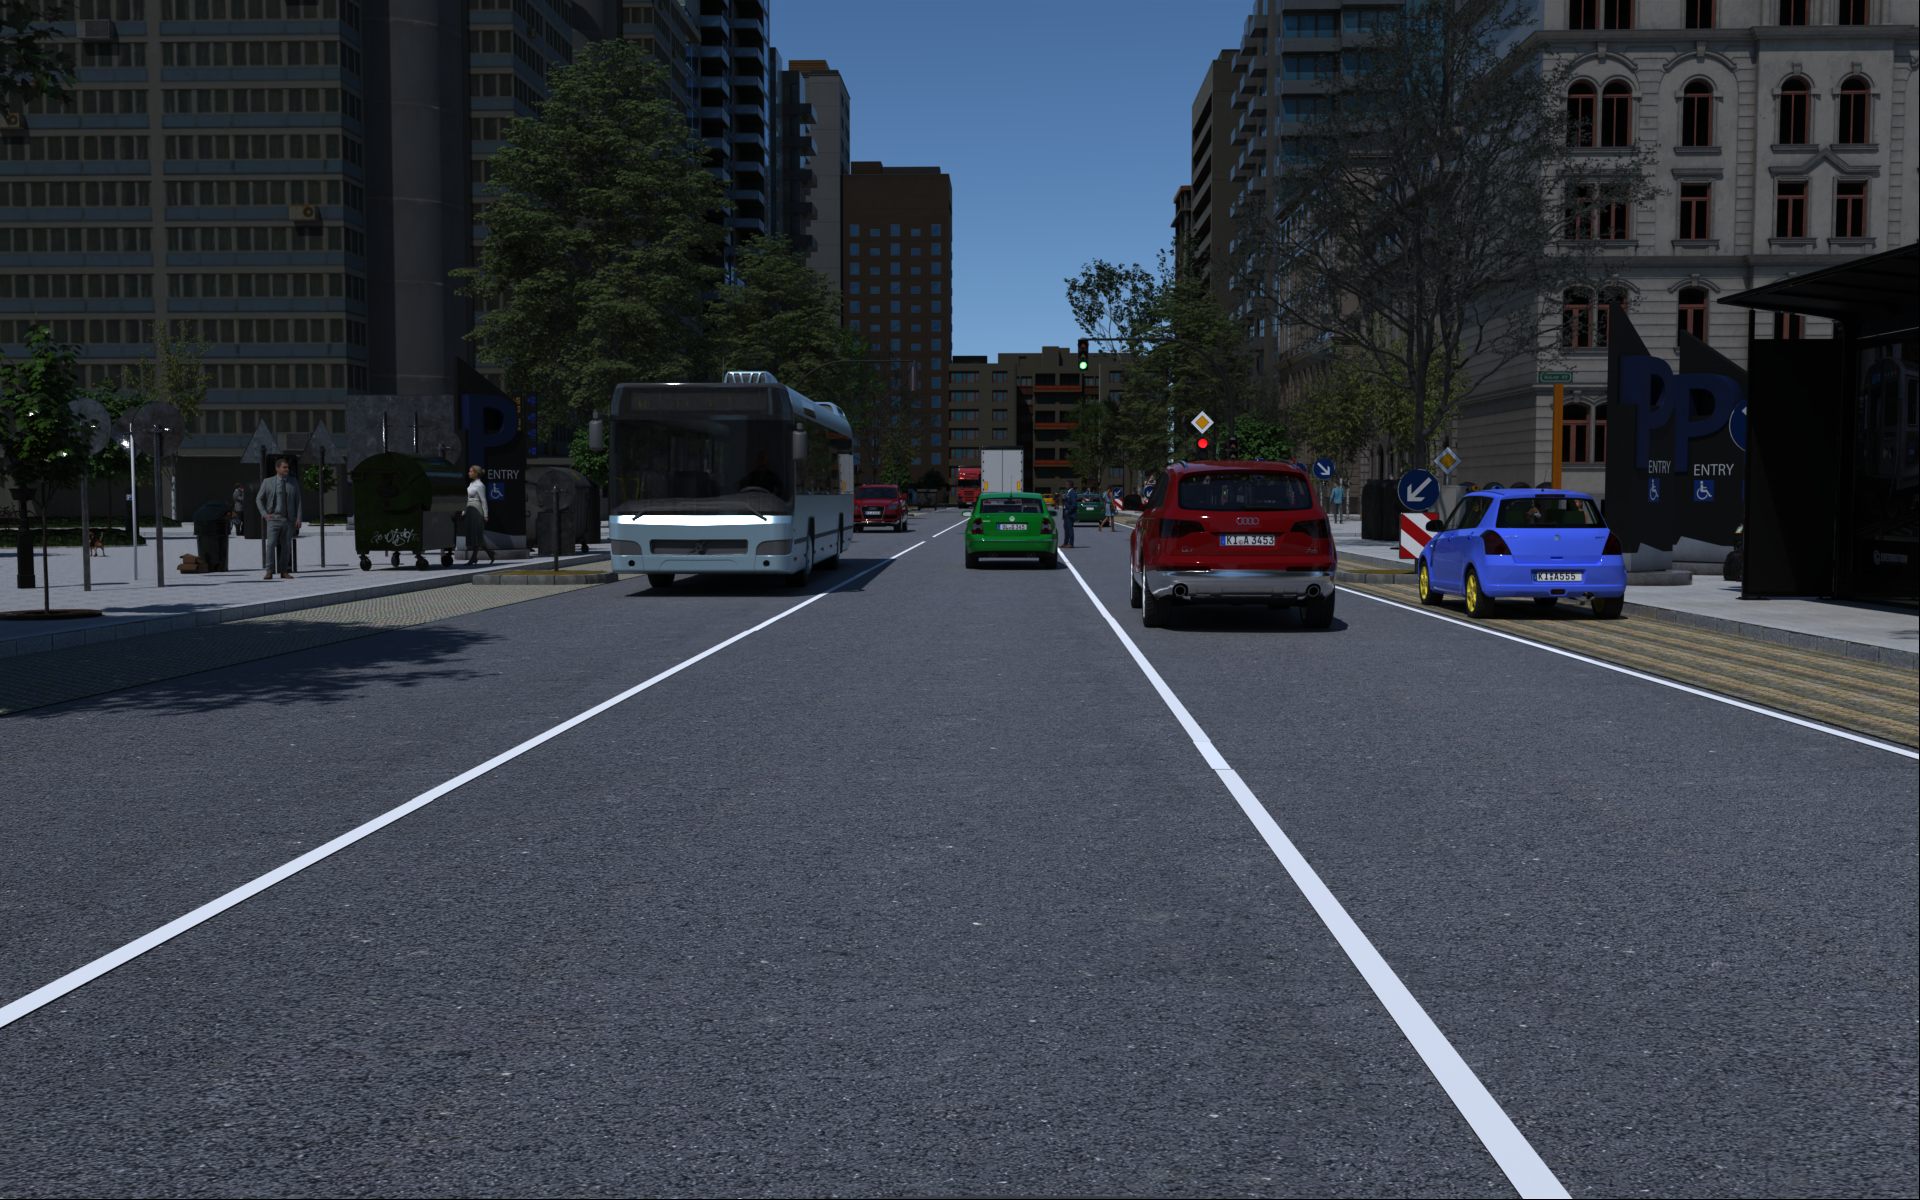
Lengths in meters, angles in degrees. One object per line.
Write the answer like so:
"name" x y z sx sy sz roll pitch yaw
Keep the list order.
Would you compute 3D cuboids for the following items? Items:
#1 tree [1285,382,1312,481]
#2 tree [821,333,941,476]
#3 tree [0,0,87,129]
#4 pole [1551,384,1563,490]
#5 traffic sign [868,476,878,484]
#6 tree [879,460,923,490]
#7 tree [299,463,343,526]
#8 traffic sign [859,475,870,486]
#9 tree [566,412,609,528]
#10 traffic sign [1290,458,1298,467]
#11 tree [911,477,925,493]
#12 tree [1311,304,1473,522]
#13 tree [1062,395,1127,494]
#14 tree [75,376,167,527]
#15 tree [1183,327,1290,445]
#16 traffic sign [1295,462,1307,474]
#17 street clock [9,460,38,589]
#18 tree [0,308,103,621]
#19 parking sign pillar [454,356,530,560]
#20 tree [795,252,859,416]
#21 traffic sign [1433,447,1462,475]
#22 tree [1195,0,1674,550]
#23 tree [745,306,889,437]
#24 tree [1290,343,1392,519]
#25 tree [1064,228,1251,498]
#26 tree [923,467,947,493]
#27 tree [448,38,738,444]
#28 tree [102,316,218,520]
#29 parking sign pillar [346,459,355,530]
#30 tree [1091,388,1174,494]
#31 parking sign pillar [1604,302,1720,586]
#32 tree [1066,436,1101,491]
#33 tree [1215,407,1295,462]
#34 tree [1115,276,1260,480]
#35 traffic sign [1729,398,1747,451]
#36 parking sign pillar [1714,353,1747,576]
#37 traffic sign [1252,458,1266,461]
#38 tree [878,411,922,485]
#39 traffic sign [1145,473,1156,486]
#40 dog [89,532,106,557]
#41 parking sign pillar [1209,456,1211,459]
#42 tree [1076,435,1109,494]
"tree" 17.482 -7.934 80.075 4.737 8.622 4.395 0 3 0
"tree" -6.555 -13.528 131.549 12.009 13.543 11.850 0 3 0
"tree" -10.589 -5.639 9.209 9.611 12.733 9.660 0 3 0
"pole" 11.070 -2.342 32.137 0.158 3.312 0.155 0 3 0
"traffic sign" -6.177 -7.476 122.340 0.768 2.556 0.104 0 4 5
"tree" -5.927 -10.857 161.222 4.285 4.588 4.351 0 3 0
"tree" -25.562 -4.584 69.543 1.663 3.219 1.824 0 3 0
"traffic sign" -6.462 -7.221 118.072 0.884 2.594 0.081 0 4 6
"tree" -13.433 -5.078 66.741 4.285 4.588 4.351 0 3 0
"traffic sign" 11.762 -3.759 61.458 0.884 2.594 0.081 1 4 10
"tree" -4.578 -12.330 196.191 1.663 3.219 1.824 0 3 0
"tree" 16.851 -7.104 66.515 4.737 8.622 4.395 0 3 0
"tree" 14.456 -15.577 180.438 9.928 11.665 9.643 0 3 0
"tree" -23.739 -3.946 48.239 4.285 4.588 4.351 0 3 0
"tree" 12.099 -7.741 76.929 4.360 8.622 3.978 0 3 0
"traffic sign" 13.464 -4.229 69.256 0.768 2.556 0.104 0 4 5
"street clock" -12.713 -1.159 23.526 0.358 2.002 0.471 -3 5 -39
"tree" -9.505 -1.437 18.090 1.663 3.219 1.824 0 3 0
"parking sign pillar" -9.261 -2.794 34.161 1.447 3.967 1.447 -3 5 -44
"tree" -7.933 -9.638 75.707 7.486 12.596 7.792 0 3 0
"traffic sign" 13.501 -2.948 47.930 0.795 2.593 0.064 0 4 4
"tree" 10.676 -7.899 39.522 12.009 13.543 11.850 0 3 0
"tree" -7.928 -10.400 95.796 9.928 11.665 9.643 0 3 0
"tree" 18.954 -8.238 85.050 4.360 8.622 3.978 0 3 0
"tree" 14.059 -16.362 123.410 12.611 20.169 13.585 0 3 0
"tree" -3.190 -13.587 205.863 4.285 4.588 4.351 0 3 0
"tree" -9.093 -7.695 43.933 7.486 12.596 7.792 0 3 0
"tree" -32.617 -7.391 71.209 4.737 8.622 4.395 0 3 0
"parking sign pillar" -21.228 -4.491 61.900 1.447 3.967 1.447 1 4 10
"tree" 14.254 -12.677 141.680 7.601 10.594 8.767 -2 4 -27
"parking sign pillar" 9.737 -2.219 24.759 1.447 3.967 1.447 -3 5 -43
"tree" 14.687 -15.344 201.239 4.737 8.622 4.395 0 3 0
"tree" 11.148 -5.022 65.825 4.285 4.588 4.351 0 3 0
"tree" 12.087 -10.559 90.765 7.486 12.596 7.792 0 3 0
"traffic sign" 10.268 -1.357 22.300 0.768 2.556 0.104 1 4 9
"parking sign pillar" 12.085 -2.408 27.845 1.447 3.967 1.447 -2 4 -35
"traffic sign" 10.525 -3.728 61.051 0.768 2.556 0.104 0 4 5
"tree" -5.278 -11.918 145.226 4.737 8.622 4.395 0 3 0
"traffic sign" 11.603 -6.399 104.634 0.884 2.594 0.081 0 4 3
"dog" -17.743 -1.145 35.544 0.540 0.507 0.406 0 4 2
"parking sign pillar" 15.011 -7.128 105.015 1.447 3.967 1.447 0 4 1
"tree" 15.924 -15.898 210.286 4.360 8.622 3.978 0 3 0
